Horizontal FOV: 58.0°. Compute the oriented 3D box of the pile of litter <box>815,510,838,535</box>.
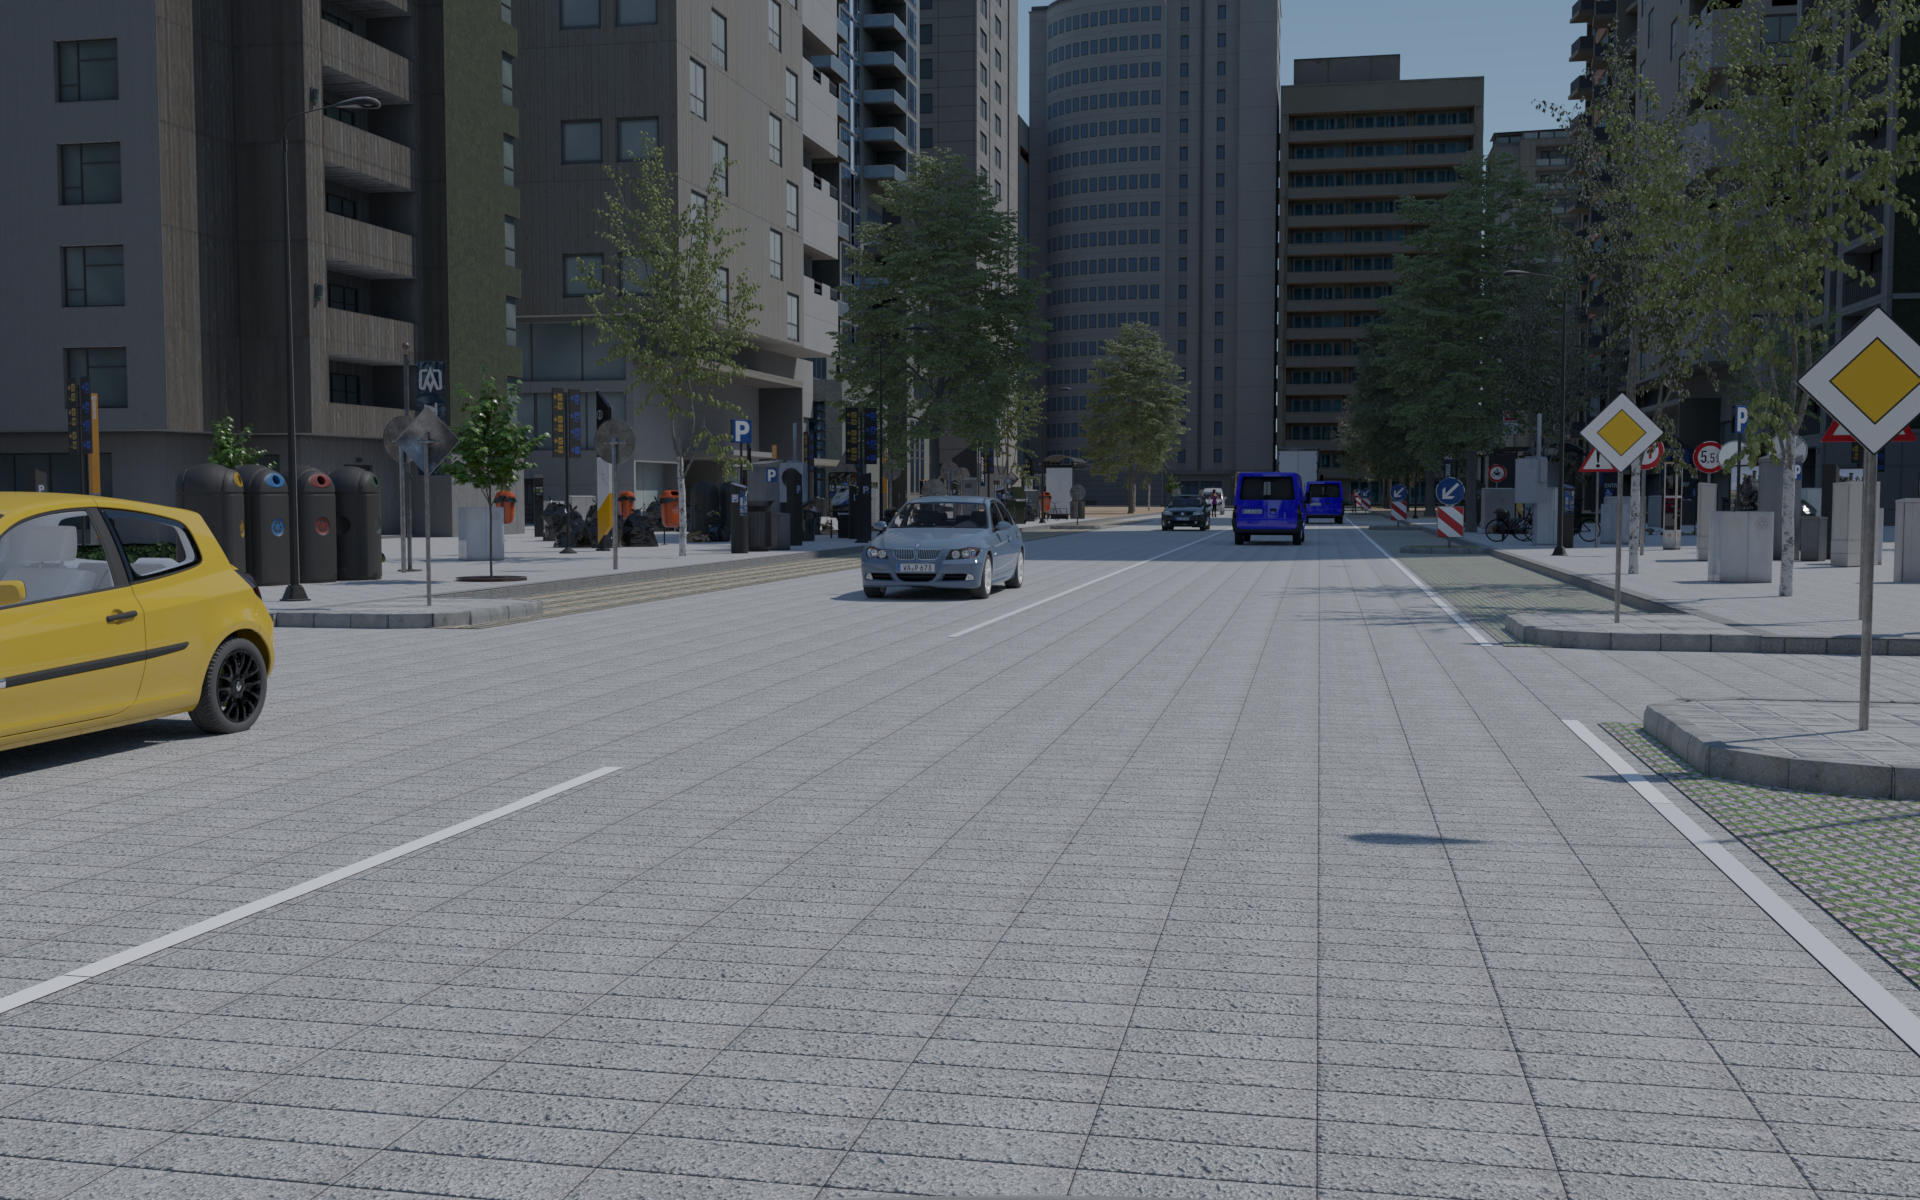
[{"bbox_3d":[-4.352,-2.498,54.808,1.176,0.858,1.719,1,4,22],"label":"pile of litter"}]

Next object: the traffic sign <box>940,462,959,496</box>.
[{"bbox_3d":[-0.424,-4.141,67.805,0.768,2.556,0.104,1,4,14],"label":"traffic sign"}]

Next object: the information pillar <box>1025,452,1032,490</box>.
[{"bbox_3d":[3.700,-6.266,93.799,0.504,3.616,0.183,3,5,40],"label":"information pillar"}]

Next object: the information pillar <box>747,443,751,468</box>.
[{"bbox_3d":[-8.857,-4.976,72.707,0.183,3.616,0.504,-1,4,-20],"label":"information pillar"}]

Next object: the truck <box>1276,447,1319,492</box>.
[{"bbox_3d":[21.177,-7.350,109.087,2.839,4.237,11.283,1,4,10],"label":"truck"}]

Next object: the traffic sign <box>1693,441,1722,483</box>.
[{"bbox_3d":[18.079,-2.551,41.822,0.768,2.556,0.104,1,4,13],"label":"traffic sign"}]

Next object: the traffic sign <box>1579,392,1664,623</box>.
[{"bbox_3d":[6.535,-0.828,17.173,0.795,2.450,0.064,1,4,12],"label":"traffic sign"}]

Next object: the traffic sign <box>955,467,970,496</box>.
[{"bbox_3d":[0.081,-5.029,82.324,0.768,2.556,0.104,1,4,17],"label":"traffic sign"}]

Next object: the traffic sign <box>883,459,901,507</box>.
[{"bbox_3d":[-2.540,-3.879,63.532,0.768,2.556,0.104,1,4,15],"label":"traffic sign"}]

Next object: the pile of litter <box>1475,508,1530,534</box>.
[{"bbox_3d":[17.525,-2.561,55.832,1.176,0.858,1.719,-3,5,-43],"label":"pile of litter"}]

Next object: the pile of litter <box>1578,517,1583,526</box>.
[{"bbox_3d":[22.667,-3.125,65.059,1.719,0.858,1.176,-1,4,-21],"label":"pile of litter"}]

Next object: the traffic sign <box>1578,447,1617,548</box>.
[{"bbox_3d":[15.264,-2.537,41.480,0.884,2.594,0.081,1,4,19],"label":"traffic sign"}]

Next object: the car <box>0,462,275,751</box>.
[{"bbox_3d":[-5.421,0.063,9.190,2.015,1.641,3.980,1,4,12],"label":"car"}]

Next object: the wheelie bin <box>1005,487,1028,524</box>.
[{"bbox_3d":[2.395,-4.039,73.948,0.980,1.594,0.693,-2,4,-29],"label":"wheelie bin"}]

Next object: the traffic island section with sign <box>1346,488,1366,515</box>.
[{"bbox_3d":[27.262,-6.621,116.881,1.989,1.847,2.006,1,4,12],"label":"traffic island section with sign"}]

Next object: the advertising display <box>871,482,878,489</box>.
[{"bbox_3d":[-4.746,-5.412,93.700,0.123,1.923,0.974,2,4,28],"label":"advertising display"}]

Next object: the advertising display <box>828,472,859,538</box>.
[{"bbox_3d":[-3.366,-2.751,50.194,0.974,1.923,0.123,2,4,26],"label":"advertising display"}]

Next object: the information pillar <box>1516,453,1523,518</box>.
[{"bbox_3d":[27.772,-5.787,85.966,0.504,3.616,0.183,-3,4,-37],"label":"information pillar"}]

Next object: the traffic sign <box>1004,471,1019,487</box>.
[{"bbox_3d":[2.586,-5.261,87.203,0.795,2.450,0.064,1,4,16],"label":"traffic sign"}]

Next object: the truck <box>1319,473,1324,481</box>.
[{"bbox_3d":[24.740,-7.994,126.618,3.469,3.379,9.791,1,4,13],"label":"truck"}]

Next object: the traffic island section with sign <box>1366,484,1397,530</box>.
[{"bbox_3d":[17.309,-3.687,68.913,1.989,1.847,2.006,1,4,12],"label":"traffic island section with sign"}]

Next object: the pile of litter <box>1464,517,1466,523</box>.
[{"bbox_3d":[21.711,-3.797,76.053,1.719,0.858,1.176,-2,4,-31],"label":"pile of litter"}]

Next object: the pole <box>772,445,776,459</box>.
[{"bbox_3d":[-7.709,-4.775,71.911,0.158,3.312,0.155,0,3,0],"label":"pole"}]

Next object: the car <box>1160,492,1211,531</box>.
[{"bbox_3d":[8.962,-3.592,68.515,2.009,1.686,4.222,1,4,12],"label":"car"}]

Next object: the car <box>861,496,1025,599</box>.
[{"bbox_3d":[-0.158,-0.815,25.320,2.014,1.417,4.499,1,4,11],"label":"car"}]

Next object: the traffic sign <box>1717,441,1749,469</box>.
[{"bbox_3d":[18.539,-2.532,41.496,0.768,2.556,0.104,1,4,21],"label":"traffic sign"}]

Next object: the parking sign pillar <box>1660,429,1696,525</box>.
[{"bbox_3d":[29.649,-5.077,71.478,1.447,3.967,1.447,3,5,41],"label":"parking sign pillar"}]

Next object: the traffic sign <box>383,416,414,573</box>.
[{"bbox_3d":[-9.064,-1.715,28.148,0.768,2.556,0.104,1,4,19],"label":"traffic sign"}]

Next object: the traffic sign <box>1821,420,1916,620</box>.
[{"bbox_3d":[9.202,-1.076,17.595,0.884,2.594,0.081,1,4,13],"label":"traffic sign"}]

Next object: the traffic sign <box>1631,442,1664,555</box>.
[{"bbox_3d":[14.269,-2.206,36.168,0.768,2.556,0.104,1,4,16],"label":"traffic sign"}]

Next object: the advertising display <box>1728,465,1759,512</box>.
[{"bbox_3d":[17.270,-1.998,37.874,0.123,1.923,0.974,-2,4,-30],"label":"advertising display"}]

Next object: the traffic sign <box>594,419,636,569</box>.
[{"bbox_3d":[-5.866,-1.793,29.416,0.768,2.556,0.104,1,4,14],"label":"traffic sign"}]

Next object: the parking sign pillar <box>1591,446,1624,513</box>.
[{"bbox_3d":[29.274,-5.494,78.303,1.447,3.967,1.447,0,4,4],"label":"parking sign pillar"}]

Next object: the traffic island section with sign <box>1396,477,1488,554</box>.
[{"bbox_3d":[11.713,-2.040,41.986,1.989,1.847,2.006,1,4,12],"label":"traffic island section with sign"}]

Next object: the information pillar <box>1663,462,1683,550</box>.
[{"bbox_3d":[16.378,-2.159,39.798,0.304,2.012,0.304,3,5,45],"label":"information pillar"}]

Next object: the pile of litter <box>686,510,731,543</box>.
[{"bbox_3d":[-6.833,-1.978,46.298,1.176,0.858,1.719,3,5,45],"label":"pile of litter"}]

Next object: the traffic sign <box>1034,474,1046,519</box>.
[{"bbox_3d":[4.057,-5.245,87.892,0.606,2.300,0.079,1,4,17],"label":"traffic sign"}]

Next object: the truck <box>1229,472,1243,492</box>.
[{"bbox_3d":[25.871,-9.652,153.729,3.469,3.379,9.791,1,4,12],"label":"truck"}]

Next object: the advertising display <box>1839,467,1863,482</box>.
[{"bbox_3d":[21.354,-2.238,41.798,0.974,1.923,0.123,2,4,33],"label":"advertising display"}]

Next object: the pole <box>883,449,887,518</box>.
[{"bbox_3d":[-3.372,-5.136,77.809,0.158,3.312,0.155,0,3,0],"label":"pole"}]

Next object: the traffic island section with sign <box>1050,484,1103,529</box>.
[{"bbox_3d":[4.807,-3.803,70.805,1.989,1.847,2.006,1,4,12],"label":"traffic island section with sign"}]

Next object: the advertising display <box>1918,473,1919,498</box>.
[{"bbox_3d":[27.428,-2.653,48.598,0.974,1.923,0.123,3,5,40],"label":"advertising display"}]

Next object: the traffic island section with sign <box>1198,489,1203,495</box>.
[{"bbox_3d":[20.588,-8.449,146.776,1.989,1.847,2.006,1,4,12],"label":"traffic island section with sign"}]

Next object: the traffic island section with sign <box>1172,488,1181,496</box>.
[{"bbox_3d":[15.040,-6.818,120.097,1.989,1.847,2.006,1,4,12],"label":"traffic island section with sign"}]

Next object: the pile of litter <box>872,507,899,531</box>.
[{"bbox_3d":[-2.529,-2.817,60.016,1.176,0.858,1.719,-3,5,-44],"label":"pile of litter"}]

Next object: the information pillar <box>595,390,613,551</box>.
[{"bbox_3d":[-7.984,-2.906,38.862,0.504,3.616,0.183,3,5,44],"label":"information pillar"}]

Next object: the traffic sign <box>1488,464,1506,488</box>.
[{"bbox_3d":[22.937,-4.521,74.024,0.768,2.556,0.104,1,4,15],"label":"traffic sign"}]

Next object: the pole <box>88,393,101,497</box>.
[{"bbox_3d":[-17.585,-2.529,35.186,0.158,3.312,0.155,0,3,0],"label":"pole"}]

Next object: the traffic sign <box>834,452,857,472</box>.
[{"bbox_3d":[-3.484,-3.214,52.555,0.884,2.594,0.081,1,4,15],"label":"traffic sign"}]

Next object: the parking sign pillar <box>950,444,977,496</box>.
[{"bbox_3d":[0.186,-6.042,87.260,1.447,3.967,1.447,-1,4,-18],"label":"parking sign pillar"}]

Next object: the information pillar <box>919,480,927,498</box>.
[{"bbox_3d":[-1.919,-5.202,89.546,0.304,2.012,0.304,2,4,29],"label":"information pillar"}]

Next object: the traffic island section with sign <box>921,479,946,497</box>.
[{"bbox_3d":[-0.729,-2.173,44.149,1.989,1.847,2.006,1,4,12],"label":"traffic island section with sign"}]

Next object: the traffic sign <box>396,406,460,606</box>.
[{"bbox_3d":[-6.087,-0.989,19.805,0.795,2.450,0.064,1,4,12],"label":"traffic sign"}]

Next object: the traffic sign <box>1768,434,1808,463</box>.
[{"bbox_3d":[17.177,-2.197,36.033,0.768,2.556,0.104,1,4,16],"label":"traffic sign"}]

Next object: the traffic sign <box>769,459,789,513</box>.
[{"bbox_3d":[-5.216,-2.929,50.014,0.606,2.300,0.079,1,4,14],"label":"traffic sign"}]

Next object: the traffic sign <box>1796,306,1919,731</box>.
[{"bbox_3d":[4.911,-0.349,9.354,0.795,2.450,0.064,1,4,12],"label":"traffic sign"}]
